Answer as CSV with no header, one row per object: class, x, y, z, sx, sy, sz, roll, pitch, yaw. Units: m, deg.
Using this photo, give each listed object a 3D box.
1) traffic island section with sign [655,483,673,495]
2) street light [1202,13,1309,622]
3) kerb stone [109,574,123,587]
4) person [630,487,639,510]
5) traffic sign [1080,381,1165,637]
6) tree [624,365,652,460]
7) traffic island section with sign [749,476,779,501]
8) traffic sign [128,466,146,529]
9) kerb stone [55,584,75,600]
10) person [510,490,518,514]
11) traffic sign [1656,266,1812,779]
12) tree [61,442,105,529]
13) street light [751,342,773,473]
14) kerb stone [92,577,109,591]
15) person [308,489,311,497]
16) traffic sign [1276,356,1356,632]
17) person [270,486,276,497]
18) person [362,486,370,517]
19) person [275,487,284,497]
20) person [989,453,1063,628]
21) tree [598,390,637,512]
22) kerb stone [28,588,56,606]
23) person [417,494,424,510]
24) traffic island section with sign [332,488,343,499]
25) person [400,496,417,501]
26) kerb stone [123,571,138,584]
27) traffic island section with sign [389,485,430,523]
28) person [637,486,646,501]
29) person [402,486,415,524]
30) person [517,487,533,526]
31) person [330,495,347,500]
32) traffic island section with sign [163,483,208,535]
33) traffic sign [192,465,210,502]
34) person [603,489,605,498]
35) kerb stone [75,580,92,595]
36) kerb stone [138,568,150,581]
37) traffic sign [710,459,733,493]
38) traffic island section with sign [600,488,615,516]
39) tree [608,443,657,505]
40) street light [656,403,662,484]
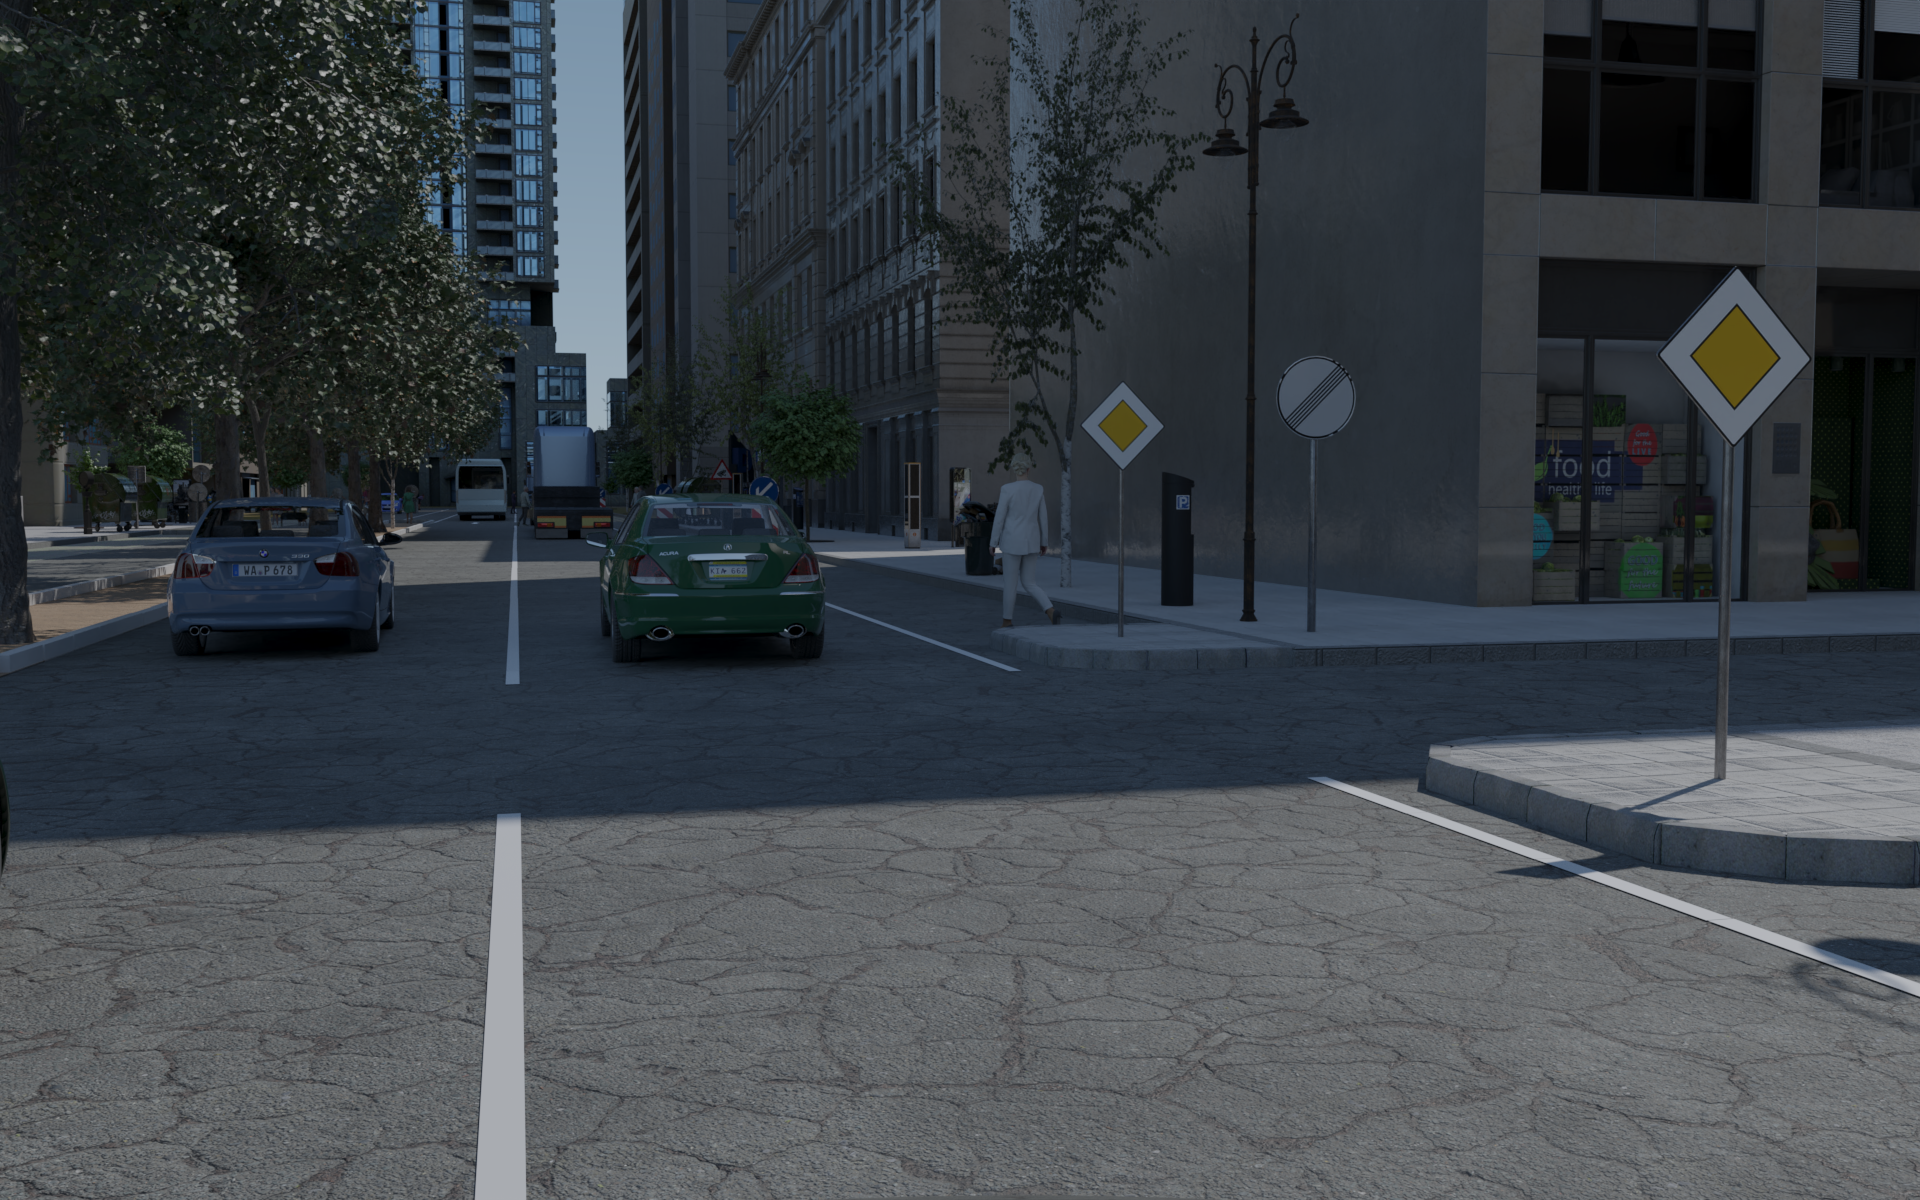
traffic island section with sign,-11.352,-3.481,65.541,1.989,1.847,2.006,-1,4,-14
street light,2.912,-2.723,17.301,0.468,5.910,1.993,-1,4,-14
kerb stone,-13.105,-0.274,26.681,0.120,0.150,1.000,-1,4,-14
person,-15.547,-4.551,83.387,0.782,1.767,0.515,2,4,30
traffic sign,1.440,-0.724,15.478,0.795,2.450,0.064,-1,4,-14
tree,-16.192,-8.776,93.847,4.737,8.622,4.395,0,3,0
traffic island section with sign,-4.665,-1.884,39.426,1.989,1.847,2.006,-1,4,-14
traffic sign,-29.895,-3.718,62.914,0.606,2.300,0.079,0,4,-7
kerb stone,-12.339,-0.092,23.704,0.120,0.150,1.000,-1,4,-14
person,-32.271,-7.087,125.286,0.530,1.710,0.541,-1,4,-12
traffic sign,3.423,-0.251,7.742,0.795,2.450,0.064,-1,4,-14
tree,-32.402,-4.268,64.383,1.663,3.219,1.824,0,3,0
street light,-6.047,-4.898,52.875,0.468,5.910,1.993,-1,4,-14
kerb stone,-12.846,-0.213,25.685,0.120,0.150,1.000,-1,4,-14
person,-30.626,-4.428,81.902,0.512,1.701,0.522,-1,4,-9
traffic sign,3.273,-0.976,16.056,0.768,2.556,0.104,-1,4,-9
person,-31.572,-4.314,79.373,0.599,1.781,0.374,0,4,-2
person,-27.210,-4.341,79.442,0.573,1.828,0.580,1,4,14
person,-29.093,-3.957,73.940,0.466,1.731,0.760,-1,4,-17
person,0.656,-0.548,17.346,0.818,1.842,0.514,3,5,41
tree,-23.526,-10.520,122.371,4.360,8.622,3.978,0,3,0
kerb stone,-12.086,-0.025,22.708,0.120,0.150,1.000,-1,4,-14
person,-47.506,-8.611,152.528,0.697,1.427,0.421,-2,4,-34
traffic island section with sign,-39.533,-6.208,110.135,1.989,1.847,2.006,-1,4,-14
person,-38.943,-6.926,122.454,1.217,1.743,0.721,-1,4,-14
kerb stone,-13.353,-0.335,27.676,0.120,0.150,1.000,-1,4,-14
traffic island section with sign,-27.101,-4.730,85.477,2.006,1.907,1.989,-1,4,-14
person,-14.379,-4.248,78.060,0.767,1.812,0.694,1,4,21
person,-26.376,-4.534,82.880,0.600,1.795,0.529,-2,4,-28
person,-19.403,-4.181,77.339,0.782,1.767,0.515,3,5,42
person,-40.349,-6.345,112.251,1.348,1.824,0.705,-3,5,-42
traffic island section with sign,-27.079,-3.234,61.498,1.989,1.847,2.006,-1,4,-14
traffic sign,-32.921,-4.592,75.188,0.768,2.556,0.104,-1,4,-8
person,-24.513,-6.744,118.762,0.705,1.824,1.348,0,4,-8
kerb stone,-12.597,-0.153,24.694,0.120,0.150,1.000,-1,4,-14
kerb stone,-13.612,-0.396,28.668,0.120,0.150,1.000,-1,4,-14
traffic sign,-8.794,-3.919,64.075,0.884,2.594,0.081,-1,4,-12
traffic island section with sign,-23.866,-6.465,114.330,1.989,1.847,2.006,-1,4,-14
tree,-20.815,-7.768,110.727,4.285,4.588,4.351,0,3,0
street light,-15.257,-7.070,88.385,0.468,5.910,1.993,-1,4,-14
